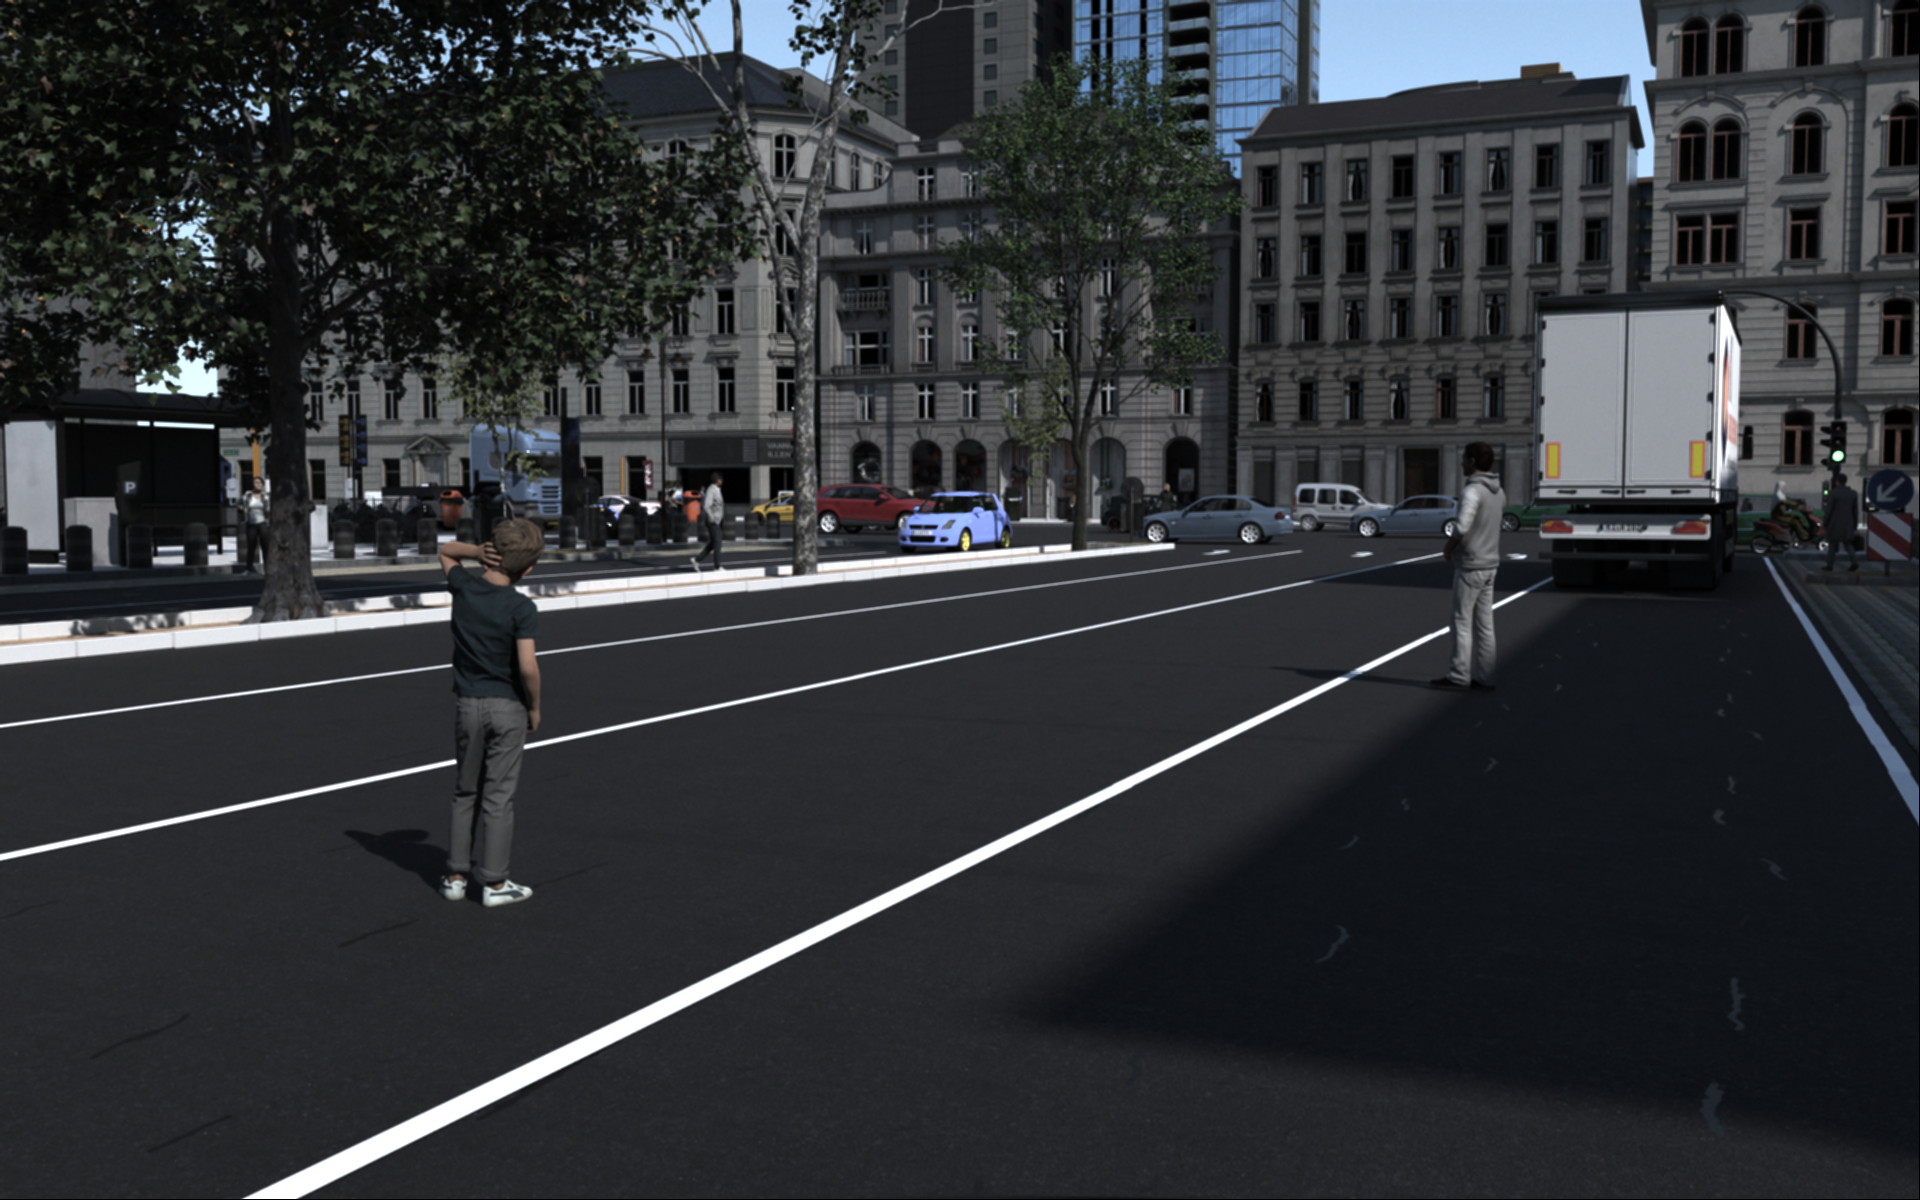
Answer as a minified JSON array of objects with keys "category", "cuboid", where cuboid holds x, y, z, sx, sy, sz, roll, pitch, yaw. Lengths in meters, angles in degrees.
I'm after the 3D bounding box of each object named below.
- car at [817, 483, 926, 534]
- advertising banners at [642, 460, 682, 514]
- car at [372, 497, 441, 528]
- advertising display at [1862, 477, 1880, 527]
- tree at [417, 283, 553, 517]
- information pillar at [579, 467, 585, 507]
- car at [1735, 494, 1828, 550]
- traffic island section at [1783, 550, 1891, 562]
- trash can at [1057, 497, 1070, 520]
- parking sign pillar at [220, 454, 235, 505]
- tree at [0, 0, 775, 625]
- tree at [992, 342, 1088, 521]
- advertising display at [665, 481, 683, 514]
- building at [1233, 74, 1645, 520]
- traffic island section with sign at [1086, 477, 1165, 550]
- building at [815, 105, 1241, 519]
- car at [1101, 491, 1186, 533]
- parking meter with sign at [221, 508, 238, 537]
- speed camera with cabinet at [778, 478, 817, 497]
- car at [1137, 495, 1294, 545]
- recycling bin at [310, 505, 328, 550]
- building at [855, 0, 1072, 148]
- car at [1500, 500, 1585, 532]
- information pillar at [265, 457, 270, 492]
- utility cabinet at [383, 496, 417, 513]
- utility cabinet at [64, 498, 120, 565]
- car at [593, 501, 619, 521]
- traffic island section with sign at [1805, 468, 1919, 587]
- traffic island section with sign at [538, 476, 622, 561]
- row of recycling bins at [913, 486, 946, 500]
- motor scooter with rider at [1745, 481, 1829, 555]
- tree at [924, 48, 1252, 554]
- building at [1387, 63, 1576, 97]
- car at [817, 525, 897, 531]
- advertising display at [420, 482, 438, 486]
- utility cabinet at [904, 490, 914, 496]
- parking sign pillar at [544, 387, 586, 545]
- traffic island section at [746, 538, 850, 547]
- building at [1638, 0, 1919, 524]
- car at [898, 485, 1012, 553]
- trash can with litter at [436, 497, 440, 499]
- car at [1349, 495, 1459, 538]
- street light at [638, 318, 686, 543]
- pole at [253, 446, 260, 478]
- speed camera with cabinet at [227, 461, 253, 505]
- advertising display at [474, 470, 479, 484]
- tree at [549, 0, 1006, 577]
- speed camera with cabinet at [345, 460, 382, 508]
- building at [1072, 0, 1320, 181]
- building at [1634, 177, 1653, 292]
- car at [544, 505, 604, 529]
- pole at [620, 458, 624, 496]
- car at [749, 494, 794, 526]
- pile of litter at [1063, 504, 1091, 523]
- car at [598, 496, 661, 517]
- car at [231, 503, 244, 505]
[{"category":"car","cuboid":[-2.938,-3.275,62.213,5.304,1.827,2.281,2,4,25]},{"category":"advertising banners","cuboid":[-15.335,-5.702,89.420,2.074,3.025,0.090,-1,4,-9]},{"category":"car","cuboid":[-23.333,-3.725,72.911,4.499,1.417,2.014,2,4,25]},{"category":"advertising display","cuboid":[35.436,-3.801,67.358,0.974,1.923,0.123,-2,4,-31]},{"category":"tree","cuboid":[-13.458,-6.120,50.429,4.737,8.622,4.395,0,3,0]},{"category":"information pillar","cuboid":[-10.210,-2.552,46.211,0.304,2.012,0.304,2,4,30]},{"category":"car","cuboid":[19.362,-1.926,43.296,4.920,1.459,2.131,2,4,25]},{"category":"traffic island section","cuboid":[19.204,-0.963,38.034,2.009,0.180,2.903,2,4,24]},{"category":"trash can","cuboid":[5.174,-4.585,86.626,0.748,1.137,0.748,0,3,0]},{"category":"parking sign pillar","cuboid":[-44.352,-7.093,104.446,1.447,3.967,1.447,1,4,19]},{"category":"tree","cuboid":[-7.309,-6.072,18.751,9.611,12.733,9.660,0,3,0]},{"category":"tree","cuboid":[4.002,-8.130,83.281,4.737,8.622,4.395,0,3,0]},{"category":"advertising display","cuboid":[-14.112,-4.896,85.263,0.974,1.923,0.123,0,4,-8]},{"category":"building","cuboid":[23.631,-14.458,85.545,18.267,20.994,9.793,2,4,24]},{"category":"traffic island section with sign","cuboid":[4.263,-2.247,44.879,2.006,1.907,1.989,2,4,24]},{"category":"building","cuboid":[5.207,-15.557,96.161,24.055,21.916,13.314,2,4,24]},{"category":"car","cuboid":[7.261,-3.302,63.771,4.222,1.686,2.009,1,4,22]},{"category":"parking meter with sign","cuboid":[-22.299,-3.362,51.238,0.543,3.016,1.738,2,4,35]},{"category":"speed camera with cabinet","cuboid":[-8.638,-5.979,92.100,2.038,3.252,0.660,1,4,18]},{"category":"car","cuboid":[7.367,-2.336,50.193,4.499,1.417,2.014,1,4,23]},{"category":"recycling bin","cuboid":[-15.105,-1.691,40.209,0.722,1.027,0.722,-2,4,-28]},{"category":"building","cuboid":[1.978,-46.308,195.383,20.611,71.187,20.563,2,4,24]},{"category":"car","cuboid":[22.608,-3.333,66.291,4.920,1.459,2.131,1,4,23]},{"category":"information pillar","cuboid":[-39.198,-6.540,98.284,0.183,3.616,0.504,2,4,27]},{"category":"utility cabinet","cuboid":[-17.618,-2.651,54.505,1.020,1.237,0.306,1,4,11]},{"category":"utility cabinet","cuboid":[-15.651,-1.232,31.305,0.306,1.237,1.020,1,4,22]},{"category":"car","cuboid":[-16.236,-3.903,73.409,3.694,1.707,1.945,2,4,26]},{"category":"traffic island section with sign","cuboid":[14.645,-1.163,27.644,1.989,1.847,2.006,2,4,24]},{"category":"traffic island section with sign","cuboid":[-8.549,-1.806,38.159,1.989,1.847,2.006,2,4,24]},{"category":"row of recycling bins","cuboid":[-1.465,-4.797,85.538,1.069,1.692,3.534,-1,4,-17]},{"category":"motor scooter with rider","cuboid":[19.578,-1.943,40.739,1.986,1.779,0.876,1,4,22]},{"category":"tree","cuboid":[2.862,-6.866,40.475,9.928,11.665,9.643,0,3,0]},{"category":"building","cuboid":[72.030,-42.949,244.221,28.212,58.520,21.231,2,4,24]},{"category":"car","cuboid":[-4.230,-3.441,68.839,3.894,1.354,1.945,2,4,25]},{"category":"advertising display","cuboid":[-30.914,-5.853,100.910,0.974,1.923,0.123,0,4,-2]},{"category":"utility cabinet","cuboid":[-2.656,-4.914,89.015,0.318,1.500,1.173,-1,4,-13]},{"category":"parking sign pillar","cuboid":[-10.009,-3.421,44.409,1.447,3.967,1.447,-1,4,-14]},{"category":"traffic island section","cuboid":[-4.391,-1.599,48.430,2.009,0.180,2.903,2,4,24]},{"category":"building","cuboid":[43.675,-17.833,78.954,23.554,28.519,14.401,2,4,24]},{"category":"car","cuboid":[-0.127,-2.042,42.978,1.945,1.707,3.694,2,4,25]},{"category":"trash can with litter","cuboid":[-28.353,-5.058,94.092,0.624,1.170,1.055,0,4,5]},{"category":"car","cuboid":[15.125,-2.757,57.085,4.499,1.417,2.014,2,4,26]},{"category":"street light","cuboid":[-7.799,-4.448,45.517,0.468,5.910,1.993,2,4,24]},{"category":"pole","cuboid":[-17.665,-3.038,43.511,0.158,3.312,0.155,0,3,0]},{"category":"speed camera with cabinet","cuboid":[-42.463,-6.645,102.986,2.038,3.252,0.660,-1,4,-11]},{"category":"advertising display","cuboid":[-12.841,-2.497,46.047,0.123,1.923,0.974,-1,4,-16]},{"category":"tree","cuboid":[-3.389,-10.495,29.938,12.611,20.169,13.585,0,3,0]},{"category":"speed camera with cabinet","cuboid":[-35.061,-6.573,101.809,2.038,3.252,0.660,-1,4,-21]},{"category":"building","cuboid":[25.106,-53.257,183.429,31.000,86.520,22.319,2,4,24]},{"category":"building","cuboid":[98.501,-35.406,233.512,28.867,44.769,22.147,2,4,24]},{"category":"car","cuboid":[-15.936,-3.647,69.859,3.980,1.641,2.015,2,4,25]},{"category":"pole","cuboid":[-18.942,-6.316,97.113,0.158,3.312,0.155,0,3,0]},{"category":"car","cuboid":[-7.746,-4.187,78.679,3.980,1.641,2.015,1,4,22]},{"category":"pile of litter","cuboid":[5.306,-3.947,78.493,1.176,0.858,1.719,-1,4,-9]},{"category":"car","cuboid":[-15.550,-3.954,77.015,4.827,1.381,2.083,1,4,23]},{"category":"car","cuboid":[-30.035,-3.920,76.093,4.499,1.417,2.014,2,4,25]}]
